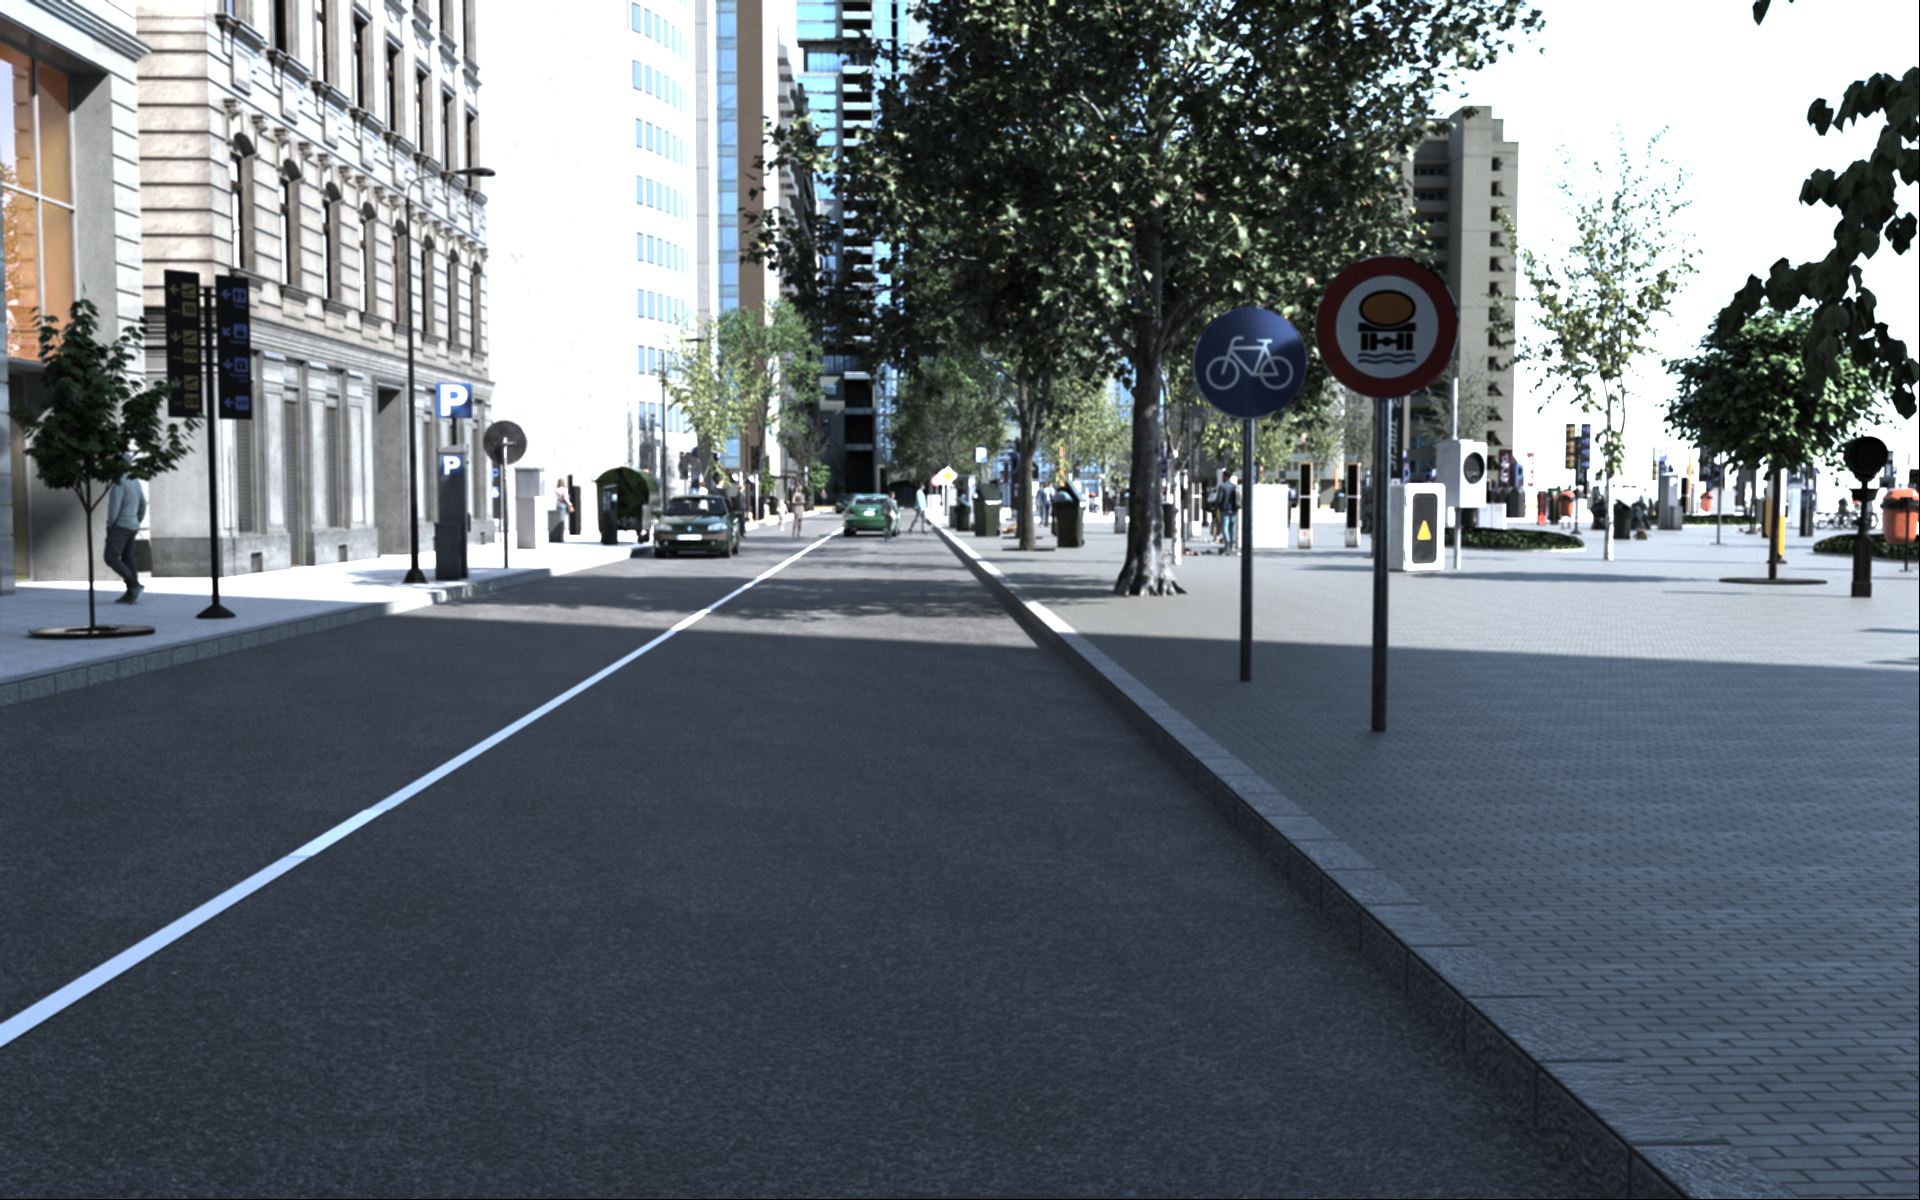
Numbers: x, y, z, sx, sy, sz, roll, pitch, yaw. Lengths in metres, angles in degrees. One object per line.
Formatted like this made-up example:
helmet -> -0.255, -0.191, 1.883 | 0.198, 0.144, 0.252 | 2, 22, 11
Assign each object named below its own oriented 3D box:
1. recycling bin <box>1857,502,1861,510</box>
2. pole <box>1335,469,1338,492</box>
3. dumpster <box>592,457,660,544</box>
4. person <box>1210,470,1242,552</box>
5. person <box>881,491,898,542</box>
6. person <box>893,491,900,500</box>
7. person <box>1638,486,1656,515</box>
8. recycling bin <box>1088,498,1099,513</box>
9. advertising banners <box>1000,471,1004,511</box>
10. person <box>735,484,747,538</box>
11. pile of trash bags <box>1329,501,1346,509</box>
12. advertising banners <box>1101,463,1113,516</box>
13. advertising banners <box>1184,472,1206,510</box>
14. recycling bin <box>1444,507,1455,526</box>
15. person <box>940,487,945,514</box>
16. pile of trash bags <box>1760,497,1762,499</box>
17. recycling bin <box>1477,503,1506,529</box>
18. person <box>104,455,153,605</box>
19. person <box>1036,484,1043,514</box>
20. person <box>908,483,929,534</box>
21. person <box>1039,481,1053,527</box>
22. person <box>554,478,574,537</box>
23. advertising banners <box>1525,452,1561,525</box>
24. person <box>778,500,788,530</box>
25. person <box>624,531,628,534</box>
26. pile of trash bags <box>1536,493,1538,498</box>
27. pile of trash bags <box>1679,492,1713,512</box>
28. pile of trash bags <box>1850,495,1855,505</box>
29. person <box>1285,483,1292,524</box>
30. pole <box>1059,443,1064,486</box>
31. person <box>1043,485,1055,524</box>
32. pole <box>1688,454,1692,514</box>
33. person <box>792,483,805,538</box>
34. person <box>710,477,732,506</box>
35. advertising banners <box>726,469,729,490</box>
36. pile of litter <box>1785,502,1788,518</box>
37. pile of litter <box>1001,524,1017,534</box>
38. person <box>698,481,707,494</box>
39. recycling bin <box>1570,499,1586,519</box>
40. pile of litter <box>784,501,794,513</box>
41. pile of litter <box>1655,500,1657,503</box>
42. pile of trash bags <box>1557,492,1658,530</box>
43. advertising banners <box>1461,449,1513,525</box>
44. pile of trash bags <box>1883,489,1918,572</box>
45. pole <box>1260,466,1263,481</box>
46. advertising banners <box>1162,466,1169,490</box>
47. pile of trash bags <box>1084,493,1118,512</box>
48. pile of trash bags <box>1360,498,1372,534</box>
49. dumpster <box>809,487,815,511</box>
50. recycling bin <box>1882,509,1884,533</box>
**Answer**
recycling bin -> 69.844, -7.429, 134.019 | 0.722, 1.027, 0.722 | 0, 4, 4
pole -> 30.653, -9.008, 141.117 | 0.158, 3.312, 0.155 | 0, 3, 0
dumpster -> -8.748, -2.619, 45.320 | 1.502, 2.255, 1.985 | 0, 4, -2
person -> 5.892, -1.979, 38.383 | 0.794, 1.824, 0.713 | 0, 4, -1
person -> -2.121, -2.489, 51.799 | 0.503, 1.515, 0.523 | 0, 4, -7
person -> -8.092, -12.569, 214.028 | 1.348, 1.821, 0.705 | -1, 4, -15
person -> 30.091, -4.093, 75.900 | 0.782, 1.767, 0.515 | 1, 4, 10
recycling bin -> 9.134, -6.520, 119.162 | 0.722, 1.027, 0.722 | 2, 4, 27
advertising banners -> 3.234, -8.488, 134.961 | 0.090, 3.025, 2.074 | -1, 4, -10
person -> -7.237, -2.933, 56.870 | 0.534, 1.772, 0.576 | -3, 5, -43
pile of trash bags -> 32.696, -8.313, 145.665 | 3.447, 1.369, 1.912 | -3, 5, -42
advertising banners -> 8.460, -6.327, 99.626 | 0.090, 3.025, 2.074 | -1, 4, -12
advertising banners -> 18.776, -8.712, 138.631 | 2.074, 3.025, 0.090 | -1, 4, -23
recycling bin -> 19.833, -3.521, 70.116 | 0.722, 1.027, 0.722 | -1, 4, -21
person -> -0.964, -6.434, 111.363 | 0.709, 1.813, 0.853 | 1, 4, 18
pile of trash bags -> 58.442, -6.943, 123.274 | 3.447, 1.369, 1.912 | 3, 5, 42
recycling bin -> 14.276, -2.080, 46.563 | 0.722, 1.027, 0.722 | 1, 4, 16
person -> -9.762, -0.849, 20.409 | 0.515, 1.767, 0.782 | 0, 4, -1
person -> 4.355, -5.298, 92.632 | 0.622, 1.834, 0.822 | 0, 4, 3
person -> -1.450, -3.268, 61.789 | 0.748, 1.841, 0.638 | 1, 4, 22
person -> 3.361, -3.803, 68.398 | 0.721, 1.800, 0.419 | -2, 4, -30
person -> -11.892, -2.761, 51.769 | 0.593, 1.750, 0.643 | 1, 4, 21
advertising banners -> 24.257, -4.643, 72.103 | 2.074, 3.025, 0.090 | -2, 4, -28
person -> -7.031, -3.393, 68.989 | 0.505, 1.210, 0.382 | 2, 4, 28
person -> -10.570, -3.087, 56.355 | 0.661, 1.843, 0.795 | 2, 4, 31
pile of trash bags -> 46.182, -8.109, 142.332 | 3.447, 1.369, 1.912 | 2, 4, 27
pile of trash bags -> 35.289, -4.632, 85.482 | 3.447, 1.369, 1.912 | 2, 4, 27
pile of trash bags -> 67.755, -7.252, 128.329 | 3.447, 1.369, 1.912 | 0, 4, 1
person -> 14.444, -4.215, 76.776 | 0.474, 1.900, 0.648 | -1, 4, -13
pole -> 4.054, -4.608, 69.188 | 0.158, 3.312, 0.155 | 0, 3, 0
person -> 3.716, -4.114, 73.410 | 0.635, 1.810, 0.391 | -2, 4, -26
pole -> 36.907, -5.736, 87.627 | 0.158, 3.312, 0.155 | 0, 3, 0
person -> -5.268, -2.930, 56.754 | 0.599, 1.781, 0.374 | -3, 5, -43
person -> -6.467, -2.401, 47.119 | 0.648, 1.900, 0.474 | 1, 4, 8
advertising banners -> -16.329, -7.573, 120.012 | 0.090, 3.025, 2.074 | -2, 4, -24
pile of litter -> 44.632, -4.843, 93.154 | 1.176, 0.858, 1.719 | 0, 4, -2
pile of litter -> 1.873, -2.587, 56.260 | 1.176, 0.858, 1.719 | 1, 4, 18
person -> -9.427, -3.452, 63.047 | 0.524, 1.755, 0.480 | 2, 4, 24
recycling bin -> 31.650, -4.664, 88.810 | 0.722, 1.027, 0.722 | 0, 4, 8
pile of litter -> -11.474, -6.204, 115.401 | 1.719, 0.858, 1.176 | 2, 4, 28
pile of litter -> 53.972, -7.395, 134.881 | 1.719, 0.858, 1.176 | 0, 4, -1
pile of trash bags -> 23.235, -3.233, 62.618 | 1.912, 1.369, 3.447 | -3, 5, -44
advertising banners -> 20.650, -4.403, 68.170 | 2.074, 3.025, 0.090 | 2, 4, 27
pile of trash bags -> 17.104, -1.164, 28.781 | 3.447, 1.369, 1.912 | 0, 4, 5
pole -> 18.404, -6.853, 105.892 | 0.158, 3.312, 0.155 | 0, 3, 0
advertising banners -> 11.802, -6.642, 104.777 | 2.074, 3.025, 0.090 | -2, 4, -29
pile of trash bags -> 10.830, -7.115, 126.080 | 3.447, 1.369, 1.912 | 2, 4, 31
pile of trash bags -> 13.887, -2.815, 55.782 | 1.912, 1.369, 3.447 | 1, 4, 9
dumpster -> -11.529, -7.566, 129.455 | 1.264, 1.857, 1.865 | 0, 4, -2
recycling bin -> 24.681, -2.012, 45.456 | 0.722, 1.027, 0.722 | 1, 4, 12
